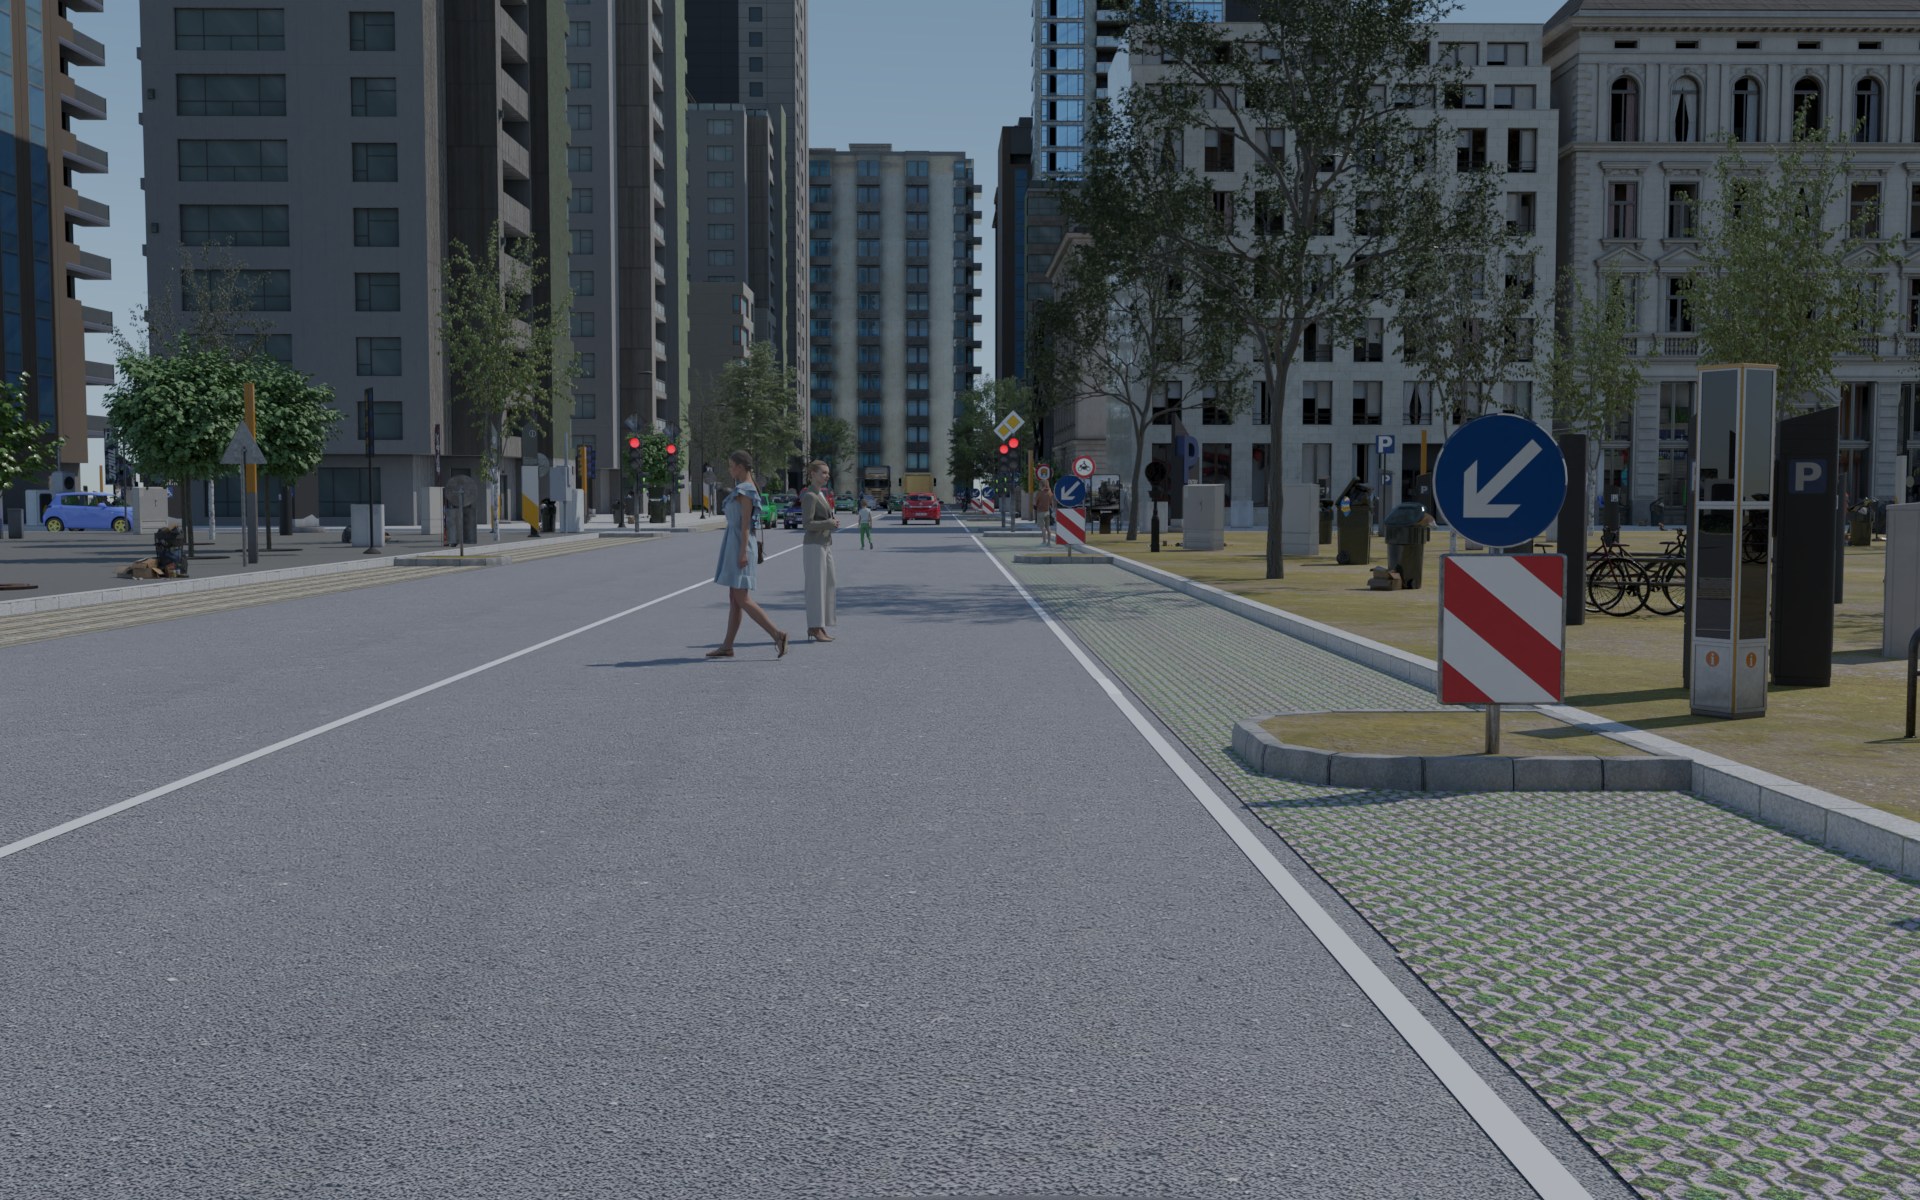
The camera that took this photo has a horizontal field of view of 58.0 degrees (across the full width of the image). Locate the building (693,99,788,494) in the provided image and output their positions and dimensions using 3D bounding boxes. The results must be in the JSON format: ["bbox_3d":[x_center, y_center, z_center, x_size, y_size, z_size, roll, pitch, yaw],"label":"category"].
[{"bbox_3d":[-25.251,-30.144,176.444,14.154,41.232,14.086,0,4,-1],"label":"building"}]

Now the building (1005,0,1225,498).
[{"bbox_3d":[16.371,-53.218,182.784,22.319,86.520,31.000,0,4,-1],"label":"building"}]

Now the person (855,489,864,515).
[{"bbox_3d":[-6.814,-6.709,118.376,0.419,1.800,0.721,-3,5,-40],"label":"person"}]

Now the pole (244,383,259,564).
[{"bbox_3d":[-13.057,-2.328,31.908,0.158,3.312,0.155,0,3,0],"label":"pole"}]

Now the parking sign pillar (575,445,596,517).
[{"bbox_3d":[-20.809,-6.544,95.471,1.447,3.967,1.447,1,4,9],"label":"parking sign pillar"}]

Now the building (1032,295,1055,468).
[{"bbox_3d":[13.870,-16.234,132.882,16.820,18.784,16.811,0,4,-1],"label":"building"}]

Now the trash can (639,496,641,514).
[{"bbox_3d":[-19.759,-5.733,105.384,0.748,1.137,0.748,0,3,0],"label":"trash can"}]

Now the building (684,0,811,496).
[{"bbox_3d":[-28.459,-46.685,201.550,20.611,71.187,20.563,0,4,-1],"label":"building"}]

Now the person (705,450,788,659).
[{"bbox_3d":[-1.845,-0.397,15.084,0.778,1.811,0.616,1,4,15],"label":"person"}]

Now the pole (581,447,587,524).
[{"bbox_3d":[-16.186,-4.940,74.607,0.158,3.312,0.155,0,3,0],"label":"pole"}]

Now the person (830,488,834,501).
[{"bbox_3d":[-8.791,-6.667,117.633,0.709,1.813,0.853,2,4,26],"label":"person"}]

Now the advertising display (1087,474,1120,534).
[{"bbox_3d":[4.660,-3.083,55.623,0.974,1.923,0.123,-1,4,-9],"label":"advertising display"}]

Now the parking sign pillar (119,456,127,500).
[{"bbox_3d":[-53.666,-7.515,111.345,1.447,3.967,1.447,1,4,10],"label":"parking sign pillar"}]

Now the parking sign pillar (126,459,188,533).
[{"bbox_3d":[-26.398,-4.215,57.389,1.447,3.967,1.447,2,4,23],"label":"parking sign pillar"}]

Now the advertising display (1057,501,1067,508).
[{"bbox_3d":[5.434,-5.097,88.543,0.974,1.923,0.123,0,4,4],"label":"advertising display"}]

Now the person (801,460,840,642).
[{"bbox_3d":[-1.341,-0.474,16.794,0.362,1.759,0.519,1,4,9],"label":"person"}]

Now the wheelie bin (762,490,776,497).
[{"bbox_3d":[-13.912,-7.111,124.174,0.693,1.594,0.980,1,4,21],"label":"wheelie bin"}]

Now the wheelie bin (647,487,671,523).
[{"bbox_3d":[-13.275,-4.167,76.041,0.980,1.594,0.693,1,4,11],"label":"wheelie bin"}]

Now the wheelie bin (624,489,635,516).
[{"bbox_3d":[-19.521,-5.788,102.549,0.693,1.594,0.980,-1,4,-17],"label":"wheelie bin"}]

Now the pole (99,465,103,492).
[{"bbox_3d":[-60.855,-7.886,122.772,0.158,3.312,0.155,0,3,0],"label":"pole"}]

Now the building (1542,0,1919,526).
[{"bbox_3d":[33.840,-15.014,74.357,19.941,23.489,11.050,0,4,-1],"label":"building"}]

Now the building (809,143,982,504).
[{"bbox_3d":[-12.297,-37.896,239.200,30.456,49.044,23.786,0,4,-1],"label":"building"}]

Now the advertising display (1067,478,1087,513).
[{"bbox_3d":[4.920,-3.961,69.974,0.974,1.923,0.123,1,4,18],"label":"advertising display"}]

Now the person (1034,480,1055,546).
[{"bbox_3d":[2.304,-2.369,47.213,0.573,1.828,0.580,0,4,1],"label":"person"}]

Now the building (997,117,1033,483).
[{"bbox_3d":[11.631,-34.032,206.533,14.600,45.320,14.200,0,4,-1],"label":"building"}]

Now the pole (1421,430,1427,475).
[{"bbox_3d":[14.746,-3.749,55.136,0.158,3.312,0.155,0,3,0],"label":"pole"}]

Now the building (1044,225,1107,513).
[{"bbox_3d":[11.168,-14.960,109.231,10.561,19.102,19.286,0,4,-1],"label":"building"}]

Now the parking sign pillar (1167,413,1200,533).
[{"bbox_3d":[7.525,-4.242,57.822,1.447,3.967,1.447,2,4,34],"label":"parking sign pillar"}]

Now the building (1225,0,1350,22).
[{"bbox_3d":[33.111,-46.793,203.323,20.611,71.187,20.563,0,4,-1],"label":"building"}]

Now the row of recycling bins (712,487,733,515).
[{"bbox_3d":[-14.446,-6.038,105.839,1.069,1.692,3.534,-1,4,-16],"label":"row of recycling bins"}]

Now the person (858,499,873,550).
[{"bbox_3d":[-2.422,-1.941,44.484,0.306,1.304,0.590,-2,4,-29],"label":"person"}]

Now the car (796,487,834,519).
[{"bbox_3d":[-8.318,-5.536,99.190,2.281,1.827,5.304,0,4,-1],"label":"car"}]

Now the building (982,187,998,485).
[{"bbox_3d":[17.381,-35.703,238.366,28.867,44.769,22.147,0,4,-1],"label":"building"}]

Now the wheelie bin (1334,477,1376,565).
[{"bbox_3d":[7.222,-1.450,31.624,0.693,1.594,0.980,1,4,19],"label":"wheelie bin"}]

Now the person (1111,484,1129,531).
[{"bbox_3d":[5.887,-3.386,63.983,0.709,1.813,0.853,0,4,-7],"label":"person"}]

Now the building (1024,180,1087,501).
[{"bbox_3d":[12.920,-23.867,161.924,14.160,30.474,14.107,0,4,-1],"label":"building"}]

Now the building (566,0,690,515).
[{"bbox_3d":[-25.765,-26.279,113.253,14.154,41.232,14.086,0,4,-1],"label":"building"}]

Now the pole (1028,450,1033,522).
[{"bbox_3d":[3.306,-5.327,80.944,0.158,3.312,0.155,0,3,0],"label":"pole"}]

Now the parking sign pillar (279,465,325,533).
[{"bbox_3d":[-21.948,-4.231,57.656,1.447,3.967,1.447,1,4,15],"label":"parking sign pillar"}]

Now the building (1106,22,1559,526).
[{"bbox_3d":[15.175,-13.399,73.824,16.860,20.320,10.420,0,4,-1],"label":"building"}]

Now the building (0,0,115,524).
[{"bbox_3d":[-47.291,-25.961,74.568,14.200,45.320,14.600,0,4,-1],"label":"building"}]

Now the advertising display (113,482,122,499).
[{"bbox_3d":[-45.281,-5.374,93.080,0.123,1.923,0.974,-1,4,-9],"label":"advertising display"}]

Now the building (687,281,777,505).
[{"bbox_3d":[-31.650,-18.988,155.498,27.650,21.520,28.899,0,4,-1],"label":"building"}]

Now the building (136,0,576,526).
[{"bbox_3d":[-25.203,-18.526,74.598,14.160,30.474,14.107,0,4,-1],"label":"building"}]

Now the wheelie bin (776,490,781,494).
[{"bbox_3d":[-14.248,-7.752,134.650,0.980,1.594,0.693,0,4,-5],"label":"wheelie bin"}]
